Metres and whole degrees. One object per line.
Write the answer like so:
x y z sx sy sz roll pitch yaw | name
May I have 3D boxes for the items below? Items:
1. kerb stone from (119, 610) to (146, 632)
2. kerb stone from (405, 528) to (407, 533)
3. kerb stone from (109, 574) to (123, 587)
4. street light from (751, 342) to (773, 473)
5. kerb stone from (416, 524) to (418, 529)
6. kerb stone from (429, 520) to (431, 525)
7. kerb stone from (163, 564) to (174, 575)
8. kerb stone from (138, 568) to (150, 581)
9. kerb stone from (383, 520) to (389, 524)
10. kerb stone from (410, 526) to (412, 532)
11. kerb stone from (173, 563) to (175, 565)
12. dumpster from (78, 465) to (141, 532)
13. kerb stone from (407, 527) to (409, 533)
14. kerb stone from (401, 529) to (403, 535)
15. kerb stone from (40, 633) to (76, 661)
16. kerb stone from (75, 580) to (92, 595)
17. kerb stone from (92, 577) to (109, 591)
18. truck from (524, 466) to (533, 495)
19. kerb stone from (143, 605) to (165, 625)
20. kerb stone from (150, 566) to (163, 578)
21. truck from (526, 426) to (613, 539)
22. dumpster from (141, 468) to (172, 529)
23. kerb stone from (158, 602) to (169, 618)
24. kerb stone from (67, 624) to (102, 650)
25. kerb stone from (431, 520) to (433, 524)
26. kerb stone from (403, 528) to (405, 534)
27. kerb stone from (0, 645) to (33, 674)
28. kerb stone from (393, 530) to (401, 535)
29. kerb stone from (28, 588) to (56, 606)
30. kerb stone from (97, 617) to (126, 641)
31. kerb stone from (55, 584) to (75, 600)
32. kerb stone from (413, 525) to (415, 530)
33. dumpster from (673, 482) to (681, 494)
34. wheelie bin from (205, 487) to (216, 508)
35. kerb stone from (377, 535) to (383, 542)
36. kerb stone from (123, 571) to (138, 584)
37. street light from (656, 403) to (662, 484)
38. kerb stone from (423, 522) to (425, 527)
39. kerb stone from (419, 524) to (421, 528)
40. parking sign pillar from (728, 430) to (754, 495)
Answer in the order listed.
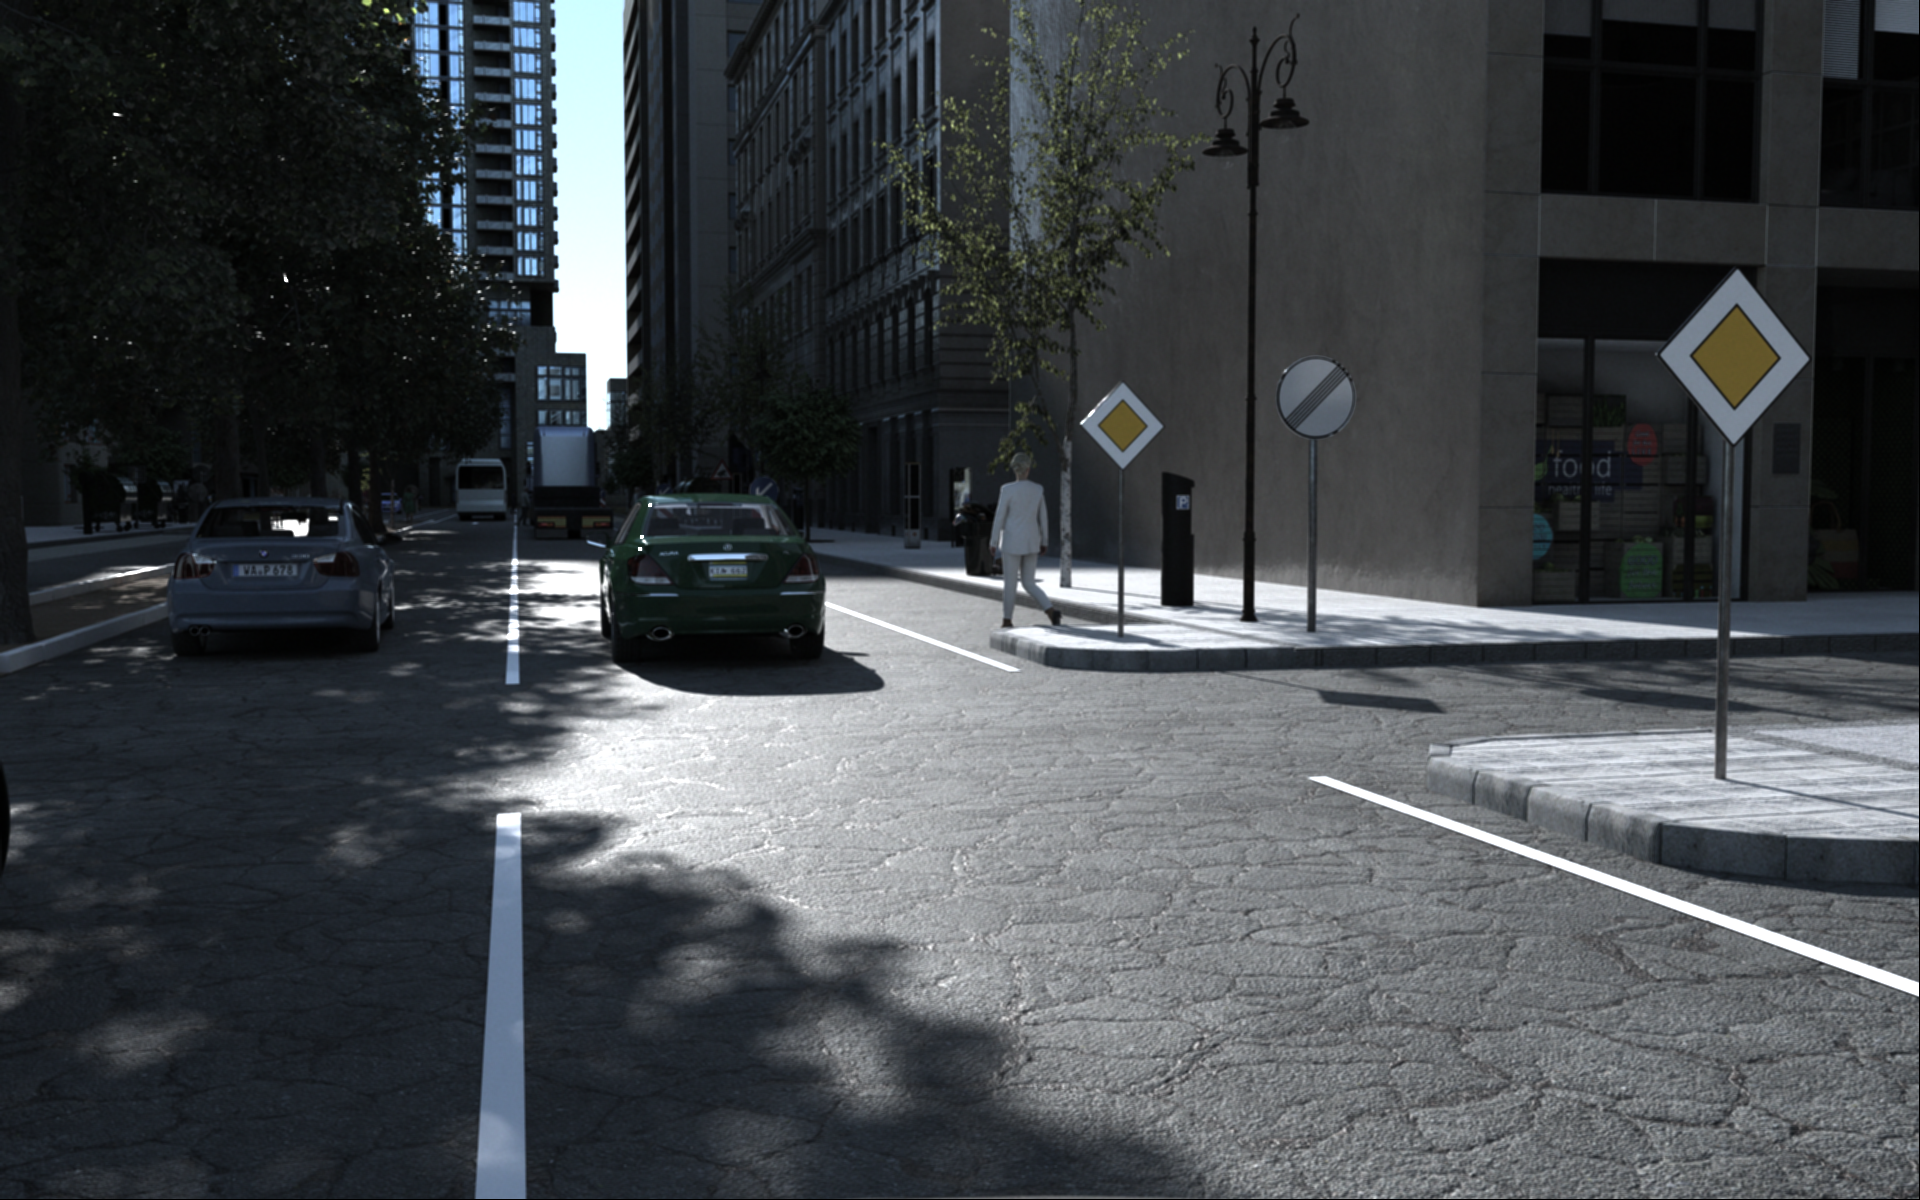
-8.775 0.242 18.250 0.120 0.150 1.000 -1 4 -14 | kerb stone
-19.983 -2.434 61.986 0.120 0.150 1.000 -1 4 -14 | kerb stone
-13.105 -0.274 26.681 0.120 0.150 1.000 -1 4 -14 | kerb stone
-6.047 -4.898 52.875 0.468 5.910 1.993 -1 4 -14 | street light
-21.766 -2.858 68.921 0.120 0.150 1.000 -1 4 -14 | kerb stone
-24.317 -3.467 78.876 0.120 0.150 1.000 -1 4 -14 | kerb stone
-14.126 -0.514 30.667 0.120 0.150 1.000 -1 4 -14 | kerb stone
-13.612 -0.396 28.668 0.120 0.150 1.000 -1 4 -14 | kerb stone
-27.883 -3.801 84.338 0.120 0.150 1.000 -1 4 -14 | kerb stone
-20.751 -2.615 64.958 0.120 0.150 1.000 -1 4 -14 | kerb stone
-14.383 -0.579 31.656 0.120 0.150 1.000 -1 4 -14 | kerb stone
-28.886 -3.438 58.701 1.502 2.255 1.985 -1 4 -14 | dumpster
-20.240 -2.494 62.978 0.120 0.150 1.000 -1 4 -14 | kerb stone
-19.478 -2.312 59.995 0.120 0.150 1.000 -1 4 -14 | kerb stone
-8.007 0.427 15.275 0.120 0.150 1.000 -1 4 -14 | kerb stone
-12.597 -0.153 24.694 0.120 0.150 1.000 -1 4 -14 | kerb stone
-12.846 -0.213 25.685 0.120 0.150 1.000 -1 4 -14 | kerb stone
-37.234 -10.023 153.637 2.967 4.110 18.799 -1 4 -14 | truck
-9.028 0.186 19.241 0.120 0.150 1.000 -1 4 -14 | kerb stone
-13.866 -0.455 29.666 0.120 0.150 1.000 -1 4 -14 | kerb stone
-14.380 -4.508 63.457 2.967 4.110 18.799 -1 4 -14 | truck
-30.243 -3.782 64.331 1.502 2.255 1.985 -1 4 -14 | dumpster
-9.285 0.120 20.230 0.120 0.150 1.000 -1 4 -14 | kerb stone
-8.262 0.363 16.267 0.120 0.150 1.000 -1 4 -14 | kerb stone
-24.825 -3.588 80.861 0.120 0.150 1.000 -1 4 -14 | kerb stone
-19.727 -2.373 60.988 0.120 0.150 1.000 -1 4 -14 | kerb stone
-7.761 0.486 14.283 0.120 0.150 1.000 -1 4 -14 | kerb stone
-19.222 -2.250 58.995 0.120 0.150 1.000 -1 4 -14 | kerb stone
-12.086 -0.025 22.708 0.120 0.150 1.000 -1 4 -14 | kerb stone
-8.518 0.302 17.260 0.120 0.150 1.000 -1 4 -14 | kerb stone
-12.339 -0.092 23.704 0.120 0.150 1.000 -1 4 -14 | kerb stone
-21.262 -2.735 66.938 0.120 0.150 1.000 -1 4 -14 | kerb stone
-11.637 -4.208 74.566 1.264 1.857 1.865 -1 4 -14 | dumpster
-34.428 -4.397 79.799 0.693 1.594 0.980 -2 4 -26 | wheelie bin
-17.695 -1.886 53.035 0.120 0.150 1.000 -1 4 -14 | kerb stone
-13.353 -0.335 27.676 0.120 0.150 1.000 -1 4 -14 | kerb stone
-15.257 -7.070 88.385 0.468 5.910 1.993 -1 4 -14 | street light
-23.040 -3.160 73.900 0.120 0.150 1.000 -1 4 -14 | kerb stone
-22.279 -2.979 70.907 0.120 0.150 1.000 -1 4 -14 | kerb stone
-9.248 -5.189 73.319 1.447 3.967 1.447 2 4 28 | parking sign pillar
